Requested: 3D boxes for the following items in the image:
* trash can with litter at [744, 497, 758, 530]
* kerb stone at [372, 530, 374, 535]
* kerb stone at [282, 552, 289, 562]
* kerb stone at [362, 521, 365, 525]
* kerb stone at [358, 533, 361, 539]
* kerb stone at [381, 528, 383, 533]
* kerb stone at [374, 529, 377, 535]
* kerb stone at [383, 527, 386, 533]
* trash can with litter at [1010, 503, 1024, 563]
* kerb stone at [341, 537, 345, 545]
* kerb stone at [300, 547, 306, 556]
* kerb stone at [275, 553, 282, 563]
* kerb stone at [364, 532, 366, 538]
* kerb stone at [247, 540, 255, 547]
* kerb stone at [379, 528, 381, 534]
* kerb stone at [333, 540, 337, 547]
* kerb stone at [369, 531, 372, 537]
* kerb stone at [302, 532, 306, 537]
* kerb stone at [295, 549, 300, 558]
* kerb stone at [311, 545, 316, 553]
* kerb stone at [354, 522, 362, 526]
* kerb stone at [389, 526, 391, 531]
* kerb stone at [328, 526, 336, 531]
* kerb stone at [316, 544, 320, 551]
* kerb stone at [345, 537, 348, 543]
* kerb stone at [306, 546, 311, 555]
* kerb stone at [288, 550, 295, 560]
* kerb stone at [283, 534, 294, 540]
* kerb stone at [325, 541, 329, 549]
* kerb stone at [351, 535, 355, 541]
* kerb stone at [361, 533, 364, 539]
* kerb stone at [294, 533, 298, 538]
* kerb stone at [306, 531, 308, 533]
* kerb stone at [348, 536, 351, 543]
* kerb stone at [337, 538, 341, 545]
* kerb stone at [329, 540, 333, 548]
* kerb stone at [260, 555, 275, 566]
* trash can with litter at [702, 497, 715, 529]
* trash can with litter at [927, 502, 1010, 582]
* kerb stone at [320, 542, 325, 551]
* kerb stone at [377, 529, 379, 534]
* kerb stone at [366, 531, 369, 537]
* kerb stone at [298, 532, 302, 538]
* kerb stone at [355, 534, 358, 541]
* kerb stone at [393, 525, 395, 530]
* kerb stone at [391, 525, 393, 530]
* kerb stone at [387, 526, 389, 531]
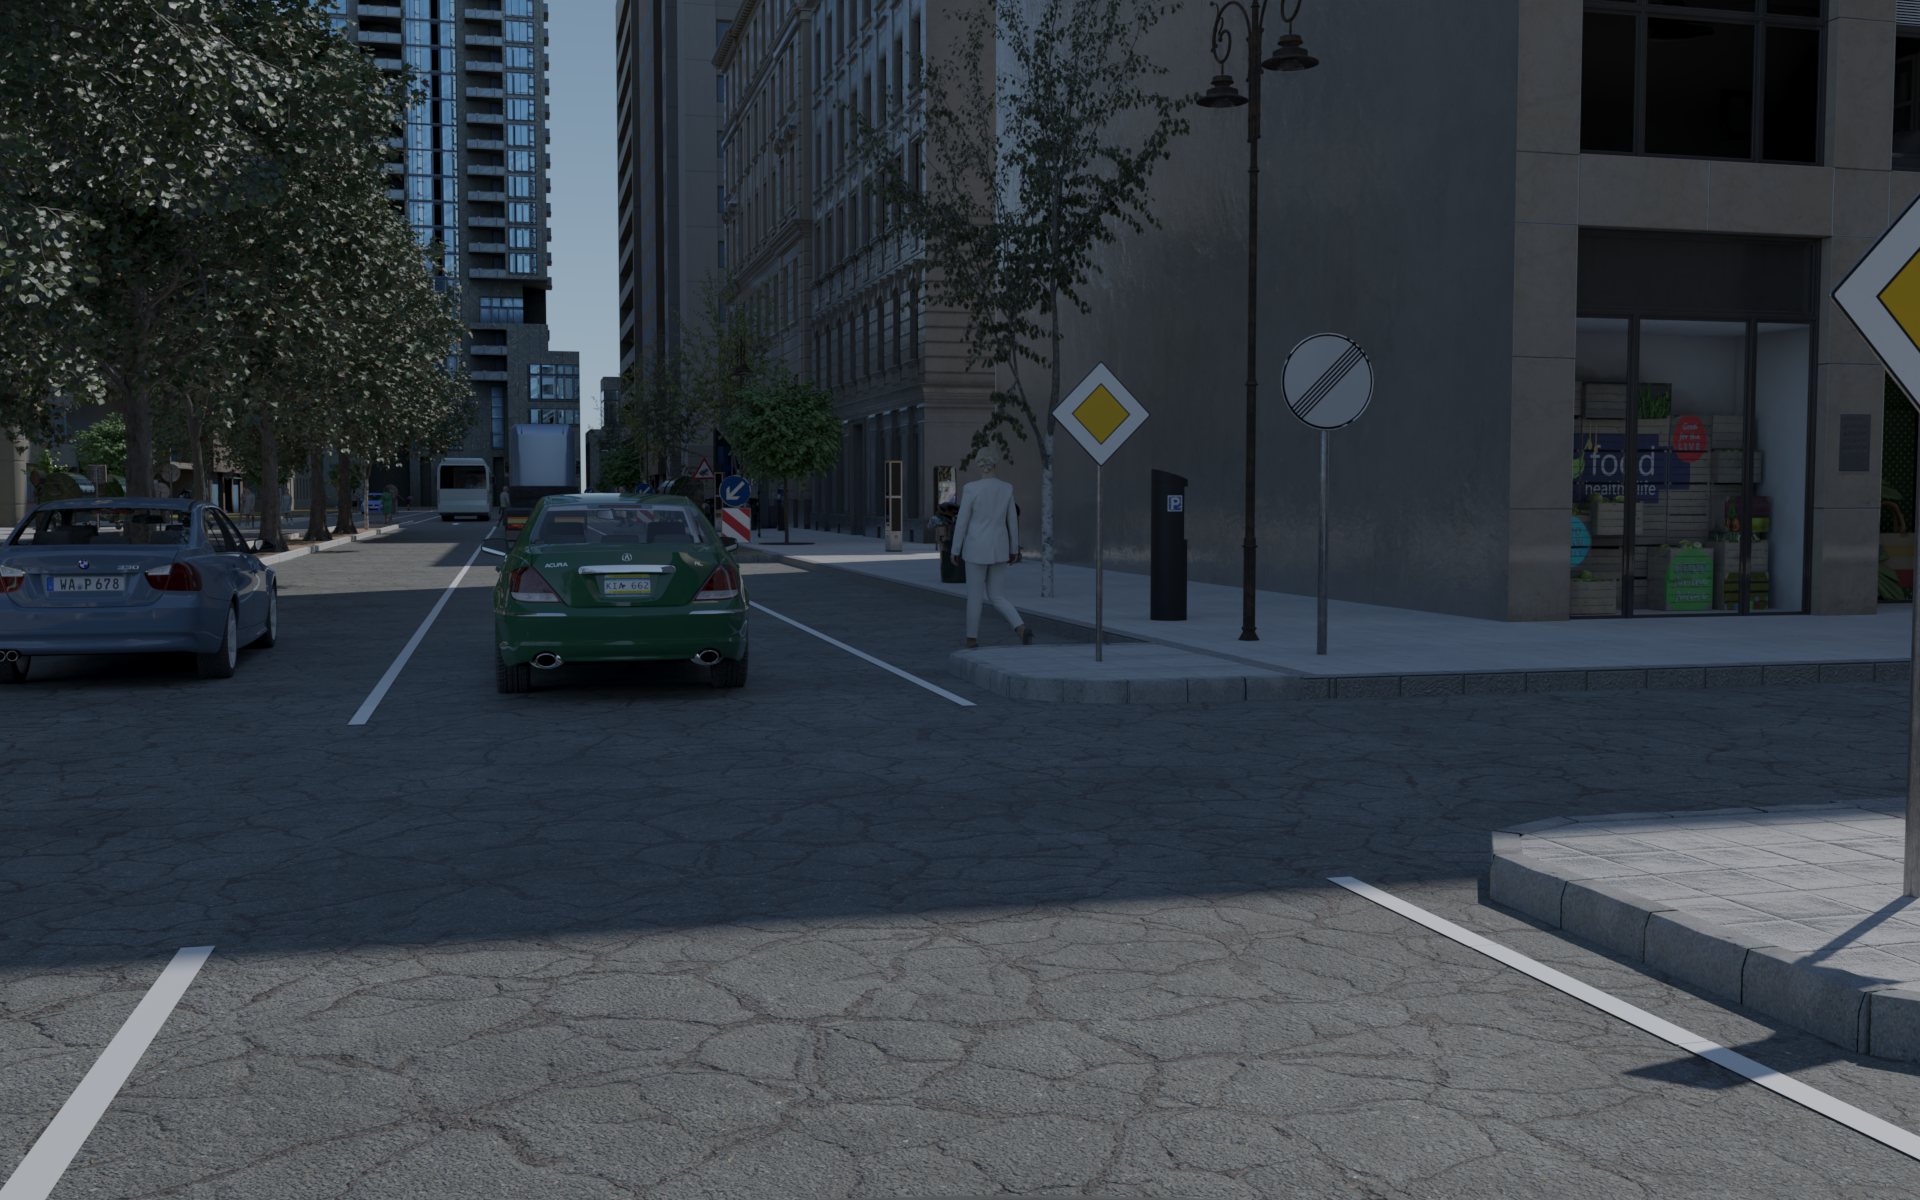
[{"bbox_3d":[-7.510,-3.049,61.239,0.624,1.170,1.055,-2,4,-25],"label":"trash can with litter"},{"bbox_3d":[-20.054,-2.235,58.736,0.120,0.150,1.000,-1,4,-14],"label":"kerb stone"},{"bbox_3d":[-14.474,-0.898,36.872,0.120,0.150,1.000,-1,4,-14],"label":"kerb stone"},{"bbox_3d":[-27.425,-3.482,79.122,0.120,0.150,1.000,-1,4,-14],"label":"kerb stone"},{"bbox_3d":[-18.787,-1.930,53.758,0.120,0.150,1.000,-1,4,-14],"label":"kerb stone"},{"bbox_3d":[-21.074,-2.478,62.707,0.120,0.150,1.000,-1,4,-14],"label":"kerb stone"},{"bbox_3d":[-20.309,-2.296,59.734,0.120,0.150,1.000,-1,4,-14],"label":"kerb stone"},{"bbox_3d":[-21.322,-2.535,63.699,0.120,0.150,1.000,-1,4,-14],"label":"kerb stone"},{"bbox_3d":[0.851,-1.291,32.500,0.624,1.170,1.055,1,4,11],"label":"trash can with litter"},{"bbox_3d":[-17.513,-1.625,48.802,0.120,0.150,1.000,-1,4,-14],"label":"kerb stone"},{"bbox_3d":[-15.238,-1.080,39.857,0.120,0.150,1.000,-1,4,-14],"label":"kerb stone"},{"bbox_3d":[-14.227,-0.830,35.879,0.120,0.150,1.000,-1,4,-14],"label":"kerb stone"},{"bbox_3d":[-19.294,-2.052,55.739,0.120,0.150,1.000,-1,4,-14],"label":"kerb stone"},{"bbox_3d":[-19.318,-1.532,47.312,0.120,0.150,1.000,-1,4,-14],"label":"kerb stone"},{"bbox_3d":[-20.818,-2.417,61.717,0.120,0.150,1.000,-1,4,-14],"label":"kerb stone"},{"bbox_3d":[-17.018,-1.505,46.807,0.120,0.150,1.000,-1,4,-14],"label":"kerb stone"},{"bbox_3d":[-19.806,-2.174,57.743,0.120,0.150,1.000,-1,4,-14],"label":"kerb stone"},{"bbox_3d":[-21.852,-2.145,57.274,0.120,0.150,1.000,-1,4,-14],"label":"kerb stone"},{"bbox_3d":[-14.987,-1.019,38.861,0.120,0.150,1.000,-1,4,-14],"label":"kerb stone"},{"bbox_3d":[-15.744,-1.202,41.845,0.120,0.150,1.000,-1,4,-14],"label":"kerb stone"},{"bbox_3d":[-27.179,-3.420,78.126,0.120,0.150,1.000,-1,4,-14],"label":"kerb stone"},{"bbox_3d":[-22.084,-2.720,66.671,0.120,0.150,1.000,-1,4,-14],"label":"kerb stone"},{"bbox_3d":[-24.383,-2.753,67.199,0.120,0.150,1.000,-1,4,-14],"label":"kerb stone"},{"bbox_3d":[-16.002,-1.261,42.835,0.120,0.150,1.000,-1,4,-14],"label":"kerb stone"},{"bbox_3d":[-17.773,-1.688,49.791,0.120,0.150,1.000,-1,4,-14],"label":"kerb stone"},{"bbox_3d":[-15.500,-1.141,40.845,0.120,0.150,1.000,-1,4,-14],"label":"kerb stone"},{"bbox_3d":[-14.727,-0.958,37.866,0.120,0.150,1.000,-1,4,-14],"label":"kerb stone"},{"bbox_3d":[-21.086,-1.963,54.290,0.120,0.150,1.000,-1,4,-14],"label":"kerb stone"},{"bbox_3d":[-16.512,-1.381,44.824,0.120,0.150,1.000,-1,4,-14],"label":"kerb stone"},{"bbox_3d":[-18.277,-1.809,51.773,0.120,0.150,1.000,-1,4,-14],"label":"kerb stone"},{"bbox_3d":[-19.036,-1.991,54.750,0.120,0.150,1.000,-1,4,-14],"label":"kerb stone"},{"bbox_3d":[-21.347,-2.020,55.285,0.120,0.150,1.000,-1,4,-14],"label":"kerb stone"},{"bbox_3d":[-22.104,-2.206,58.265,0.120,0.150,1.000,-1,4,-14],"label":"kerb stone"},{"bbox_3d":[-18.031,-1.748,50.781,0.120,0.150,1.000,-1,4,-14],"label":"kerb stone"},{"bbox_3d":[-17.273,-1.567,47.808,0.120,0.150,1.000,-1,4,-14],"label":"kerb stone"},{"bbox_3d":[-16.767,-1.444,45.814,0.120,0.150,1.000,-1,4,-14],"label":"kerb stone"},{"bbox_3d":[-13.975,-0.772,34.882,0.120,0.150,1.000,-1,4,-14],"label":"kerb stone"},{"bbox_3d":[-8.735,-2.989,60.257,0.624,1.170,1.055,-1,4,-17],"label":"trash can with litter"},{"bbox_3d":[0.089,-0.848,25.255,1.055,1.170,0.624,-3,5,-42],"label":"trash can with litter"},{"bbox_3d":[-16.248,-1.322,43.836,0.120,0.150,1.000,-1,4,-14],"label":"kerb stone"},{"bbox_3d":[-20.565,-2.357,60.726,0.120,0.150,1.000,-1,4,-14],"label":"kerb stone"},{"bbox_3d":[-19.551,-2.112,56.742,0.120,0.150,1.000,-1,4,-14],"label":"kerb stone"},{"bbox_3d":[-21.595,-2.078,56.277,0.120,0.150,1.000,-1,4,-14],"label":"kerb stone"},{"bbox_3d":[-18.532,-1.870,52.764,0.120,0.150,1.000,-1,4,-14],"label":"kerb stone"},{"bbox_3d":[-22.595,-2.842,68.658,0.120,0.150,1.000,-1,4,-14],"label":"kerb stone"},{"bbox_3d":[-22.332,-2.781,67.663,0.120,0.150,1.000,-1,4,-14],"label":"kerb stone"},{"bbox_3d":[-21.832,-2.659,65.679,0.120,0.150,1.000,-1,4,-14],"label":"kerb stone"}]
